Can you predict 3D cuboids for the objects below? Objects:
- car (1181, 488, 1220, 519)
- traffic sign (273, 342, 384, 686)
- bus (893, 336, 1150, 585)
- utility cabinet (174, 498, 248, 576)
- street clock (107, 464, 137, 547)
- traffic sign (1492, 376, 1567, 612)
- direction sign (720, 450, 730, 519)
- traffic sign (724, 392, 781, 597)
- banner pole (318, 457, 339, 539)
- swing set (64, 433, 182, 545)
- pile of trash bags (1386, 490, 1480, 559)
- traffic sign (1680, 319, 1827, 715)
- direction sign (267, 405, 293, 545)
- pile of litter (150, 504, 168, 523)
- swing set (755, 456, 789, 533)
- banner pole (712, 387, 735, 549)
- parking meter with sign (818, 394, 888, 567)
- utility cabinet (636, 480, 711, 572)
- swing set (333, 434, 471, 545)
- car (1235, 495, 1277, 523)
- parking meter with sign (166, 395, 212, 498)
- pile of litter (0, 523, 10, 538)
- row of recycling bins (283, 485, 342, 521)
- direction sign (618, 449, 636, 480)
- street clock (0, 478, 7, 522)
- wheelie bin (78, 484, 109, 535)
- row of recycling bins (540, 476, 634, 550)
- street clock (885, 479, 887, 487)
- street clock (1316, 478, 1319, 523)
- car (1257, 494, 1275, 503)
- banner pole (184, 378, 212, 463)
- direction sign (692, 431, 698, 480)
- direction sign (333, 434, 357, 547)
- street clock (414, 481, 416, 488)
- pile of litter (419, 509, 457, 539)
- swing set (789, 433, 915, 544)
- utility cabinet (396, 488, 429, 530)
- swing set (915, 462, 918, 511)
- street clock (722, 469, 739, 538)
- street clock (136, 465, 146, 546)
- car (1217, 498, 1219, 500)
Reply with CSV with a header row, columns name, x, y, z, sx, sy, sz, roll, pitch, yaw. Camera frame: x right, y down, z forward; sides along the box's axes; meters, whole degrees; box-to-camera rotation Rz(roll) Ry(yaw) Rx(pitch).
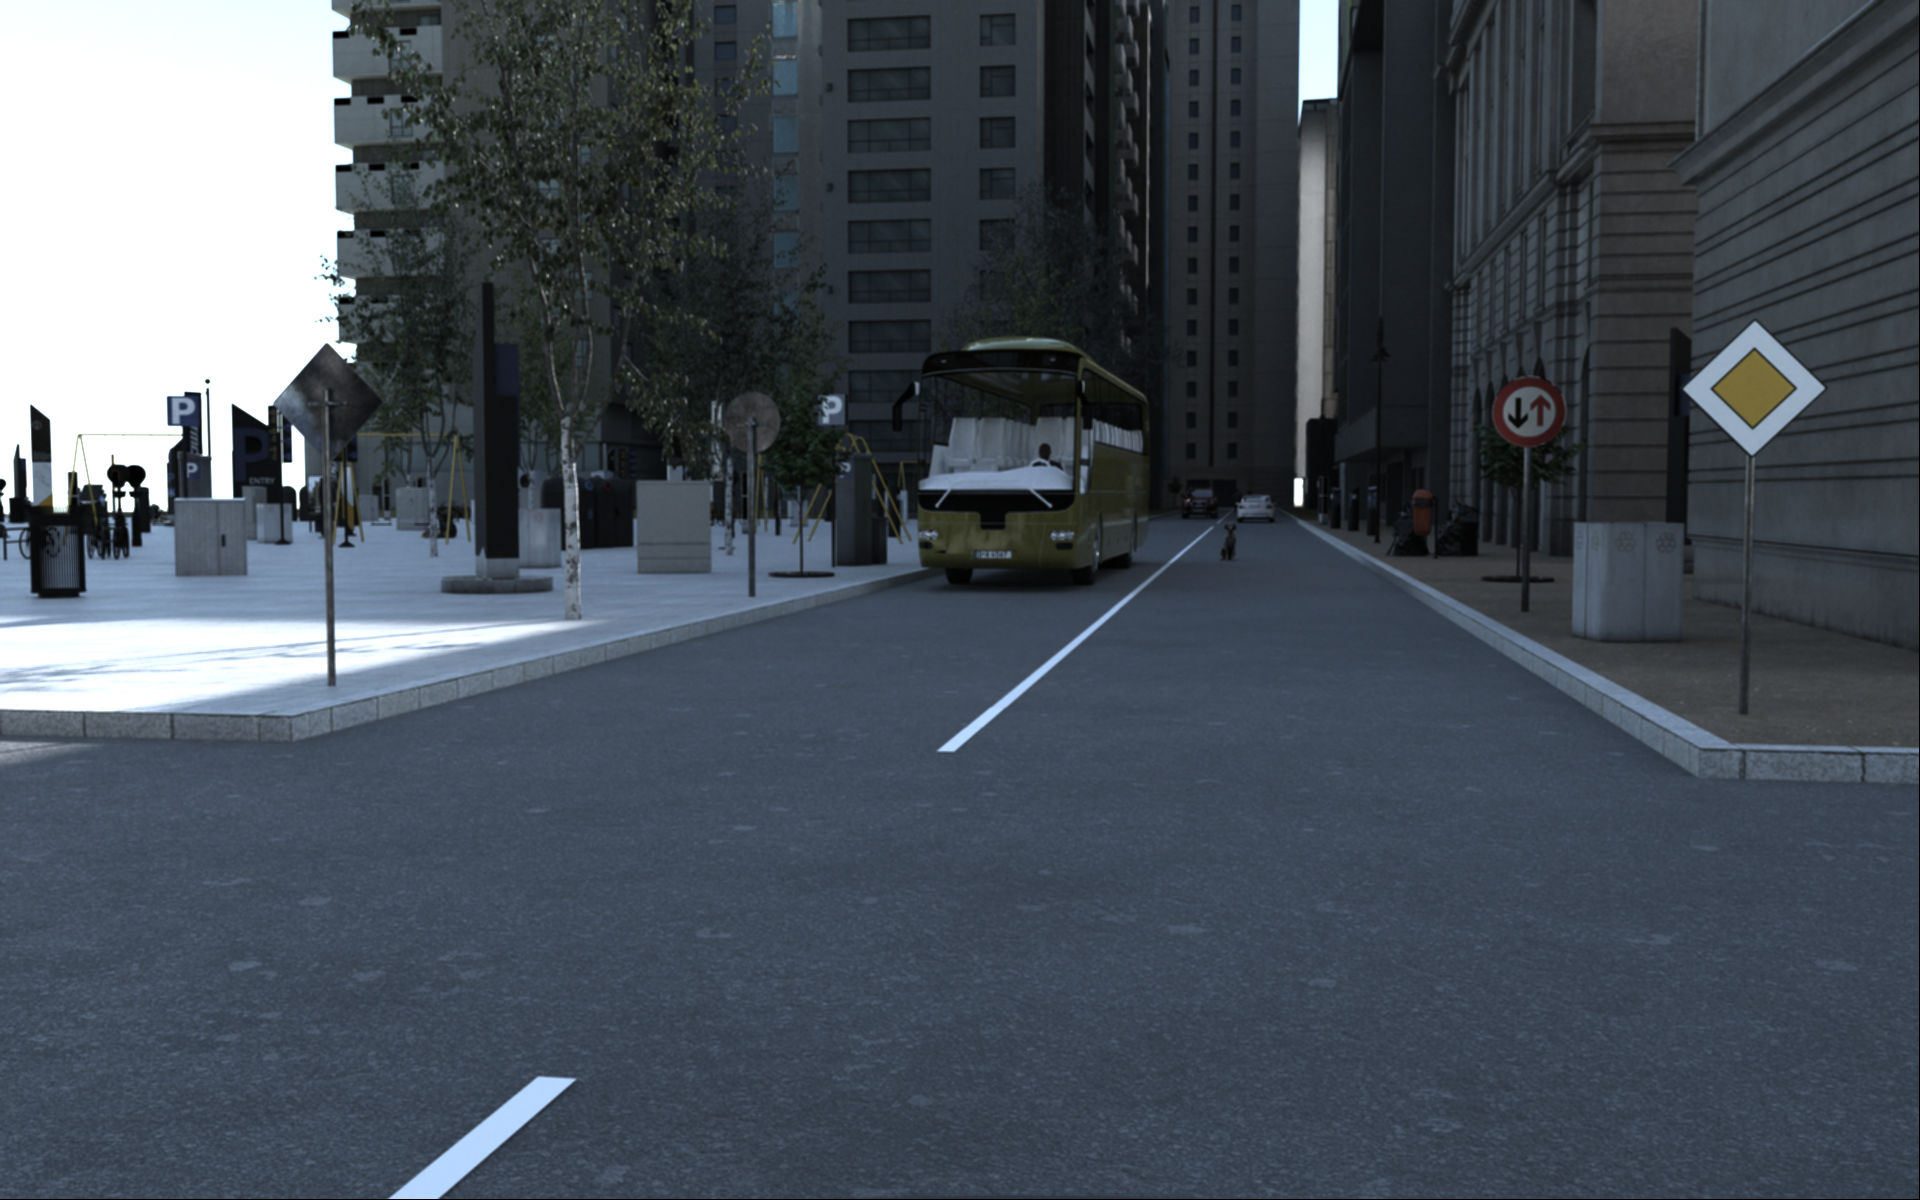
name,x,y,z,sx,sy,sz,roll,pitch,yaw
car,14.195,-5.726,102.292,2.281,1.827,5.304,1,4,9
traffic sign,-4.202,-0.482,11.528,0.795,2.450,0.064,1,4,10
bus,1.596,-2.395,30.701,2.896,3.916,12.252,1,4,11
utility cabinet,-11.779,-0.983,27.239,1.020,1.237,0.306,-1,4,-17
street clock,-20.285,-2.277,41.800,0.471,2.002,0.358,0,4,8
traffic sign,6.167,-1.145,18.825,0.768,2.556,0.104,1,4,16
direction sign,-12.196,-5.945,89.196,0.876,3.537,0.379,-3,5,-42
traffic sign,-2.601,-1.314,21.583,0.768,2.556,0.104,1,4,18
banner pole,-18.193,-3.666,49.954,0.863,3.779,0.401,2,4,28
swing set,-21.191,-2.896,44.973,3.119,2.851,2.862,-1,4,-9
pile of trash bags,9.761,-1.597,35.863,1.912,1.369,3.447,1,4,21
traffic sign,4.566,-0.391,10.035,0.795,2.450,0.064,1,4,10
direction sign,-17.250,-3.180,43.998,0.876,3.537,0.379,2,4,30
pile of litter,-36.019,-3.891,77.587,1.719,0.858,1.176,-1,4,-19
swing set,-5.126,-3.678,57.763,3.119,2.851,2.862,0,4,1
banner pole,-5.594,-3.089,40.520,0.401,3.779,0.863,-3,4,-39
parking meter with sign,-1.872,-2.126,31.026,0.543,3.016,1.738,2,4,25
utility cabinet,-4.649,-1.190,28.138,1.173,1.500,0.318,-1,4,-12
swing set,-14.662,-2.908,45.170,3.119,2.851,2.862,0,4,-4
car,15.006,-4.615,87.815,2.083,1.381,4.827,1,4,10
parking meter with sign,-13.887,-2.158,31.541,0.543,3.016,1.738,-1,4,-10
pile of litter,-28.693,-2.245,50.678,1.719,0.858,1.176,-3,5,-41
row of recycling bins,-30.549,-4.608,82.449,3.534,1.692,1.069,-2,4,-28
direction sign,-16.754,-5.826,87.245,0.876,3.537,0.379,-2,4,-26
street clock,-43.788,-4.556,79.068,0.471,2.002,0.358,-1,4,-10
wheelie bin,-27.475,-2.875,54.910,0.980,1.594,0.693,0,4,4
row of recycling bins,-8.843,-2.072,40.986,1.069,1.692,3.534,1,4,17
street clock,-3.765,-4.899,84.670,0.358,2.002,0.471,2,4,30
street clock,16.031,-4.417,76.790,0.358,2.002,0.471,-2,4,-29
car,21.072,-6.687,121.330,2.014,1.417,4.499,0,4,8
banner pole,-16.375,-2.896,37.367,0.401,3.779,0.863,2,4,25
direction sign,-9.147,-4.147,59.795,0.379,3.537,0.876,0,4,1
direction sign,-14.870,-3.051,41.880,0.379,3.537,0.876,1,4,20
street clock,-25.494,-4.718,81.709,0.471,2.002,0.358,1,4,11
pile of litter,-15.343,-2.254,50.815,1.176,0.858,1.719,0,4,8
swing set,-2.805,-2.950,45.856,2.862,2.851,3.119,0,4,3
utility cabinet,-19.249,-3.190,60.842,1.173,1.500,0.318,1,4,22
swing set,-1.323,-5.252,83.485,3.119,2.851,2.862,-1,4,-14
street clock,-6.687,-2.799,50.327,0.471,2.002,0.358,2,4,27
street clock,-20.227,-2.320,42.506,0.471,2.002,0.358,-1,4,-11
car,19.203,-7.753,135.801,2.155,1.783,4.494,1,4,11
